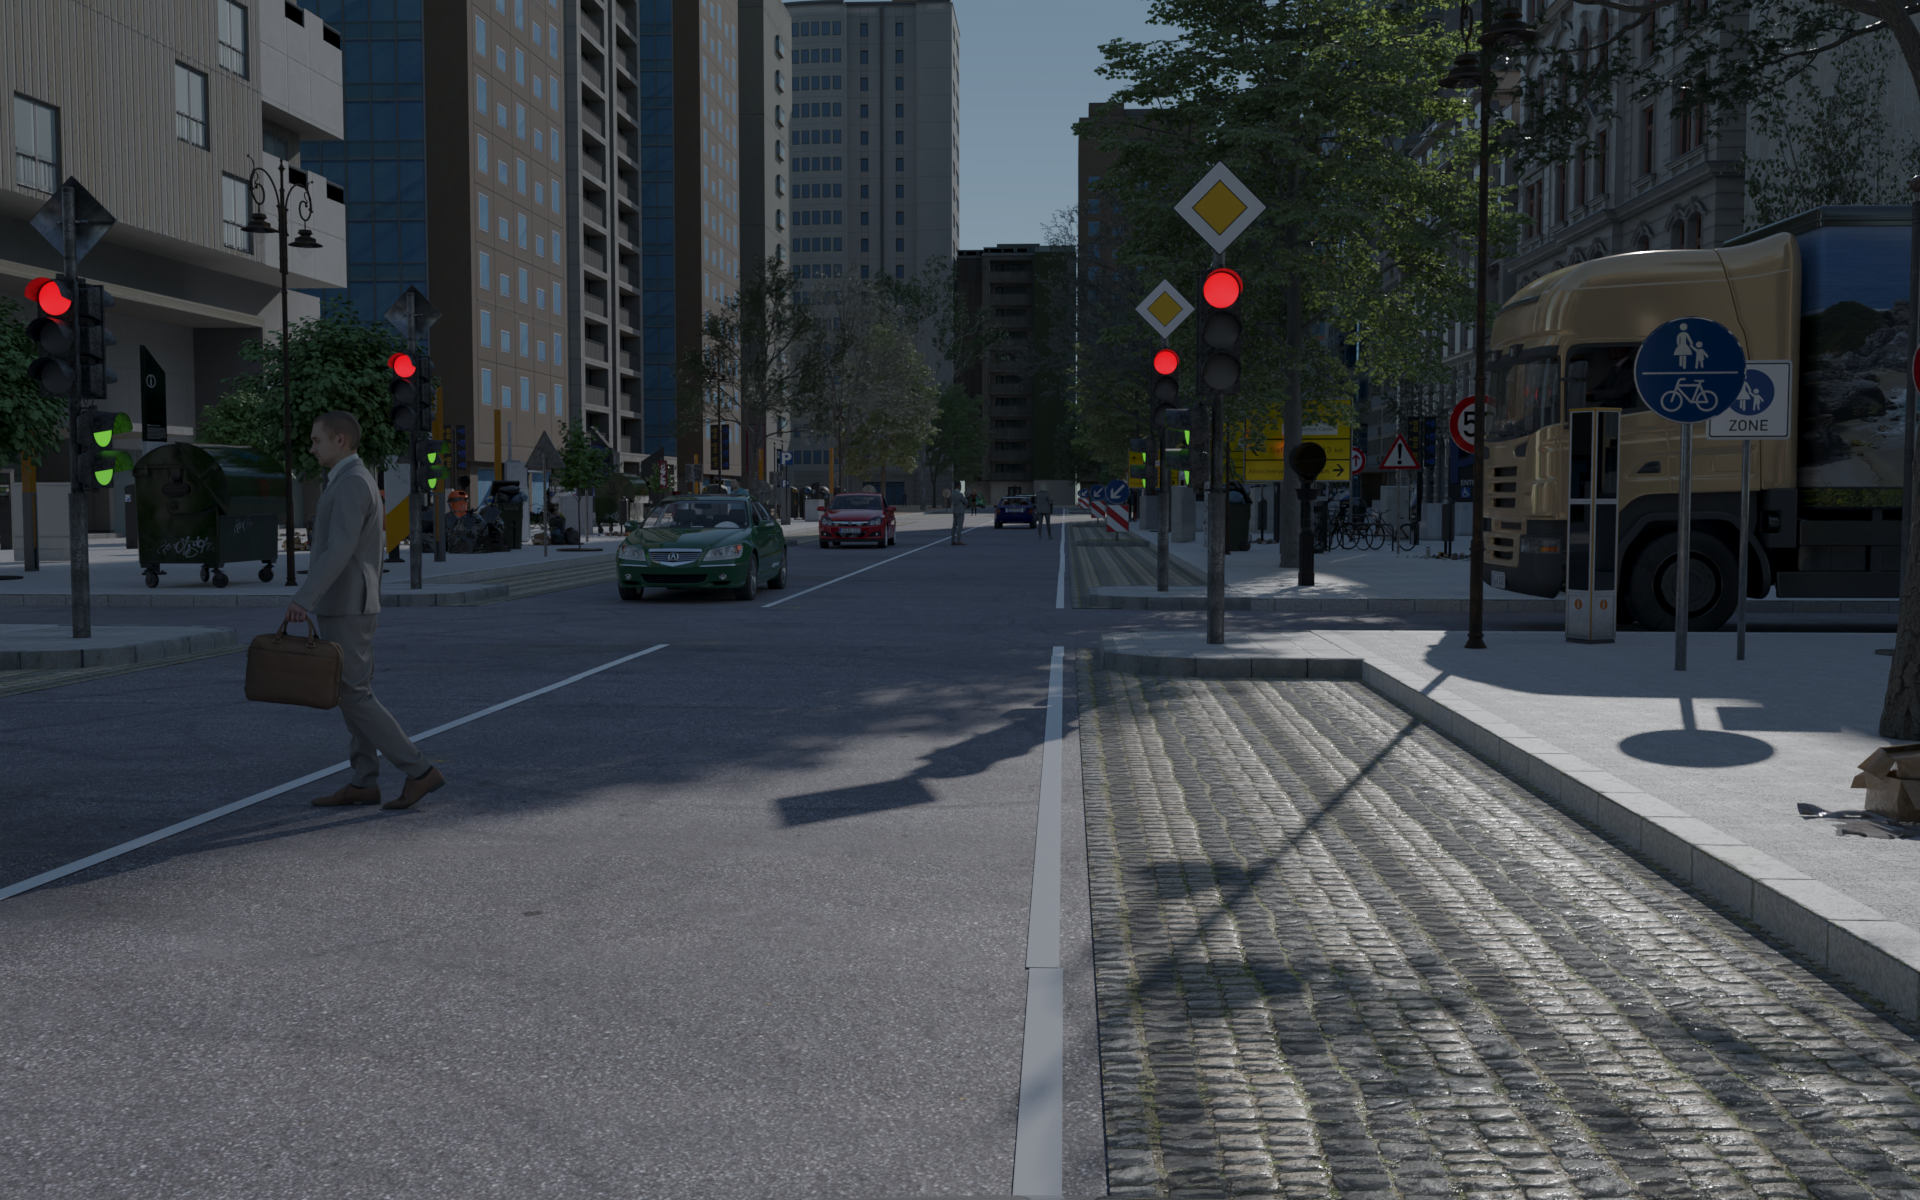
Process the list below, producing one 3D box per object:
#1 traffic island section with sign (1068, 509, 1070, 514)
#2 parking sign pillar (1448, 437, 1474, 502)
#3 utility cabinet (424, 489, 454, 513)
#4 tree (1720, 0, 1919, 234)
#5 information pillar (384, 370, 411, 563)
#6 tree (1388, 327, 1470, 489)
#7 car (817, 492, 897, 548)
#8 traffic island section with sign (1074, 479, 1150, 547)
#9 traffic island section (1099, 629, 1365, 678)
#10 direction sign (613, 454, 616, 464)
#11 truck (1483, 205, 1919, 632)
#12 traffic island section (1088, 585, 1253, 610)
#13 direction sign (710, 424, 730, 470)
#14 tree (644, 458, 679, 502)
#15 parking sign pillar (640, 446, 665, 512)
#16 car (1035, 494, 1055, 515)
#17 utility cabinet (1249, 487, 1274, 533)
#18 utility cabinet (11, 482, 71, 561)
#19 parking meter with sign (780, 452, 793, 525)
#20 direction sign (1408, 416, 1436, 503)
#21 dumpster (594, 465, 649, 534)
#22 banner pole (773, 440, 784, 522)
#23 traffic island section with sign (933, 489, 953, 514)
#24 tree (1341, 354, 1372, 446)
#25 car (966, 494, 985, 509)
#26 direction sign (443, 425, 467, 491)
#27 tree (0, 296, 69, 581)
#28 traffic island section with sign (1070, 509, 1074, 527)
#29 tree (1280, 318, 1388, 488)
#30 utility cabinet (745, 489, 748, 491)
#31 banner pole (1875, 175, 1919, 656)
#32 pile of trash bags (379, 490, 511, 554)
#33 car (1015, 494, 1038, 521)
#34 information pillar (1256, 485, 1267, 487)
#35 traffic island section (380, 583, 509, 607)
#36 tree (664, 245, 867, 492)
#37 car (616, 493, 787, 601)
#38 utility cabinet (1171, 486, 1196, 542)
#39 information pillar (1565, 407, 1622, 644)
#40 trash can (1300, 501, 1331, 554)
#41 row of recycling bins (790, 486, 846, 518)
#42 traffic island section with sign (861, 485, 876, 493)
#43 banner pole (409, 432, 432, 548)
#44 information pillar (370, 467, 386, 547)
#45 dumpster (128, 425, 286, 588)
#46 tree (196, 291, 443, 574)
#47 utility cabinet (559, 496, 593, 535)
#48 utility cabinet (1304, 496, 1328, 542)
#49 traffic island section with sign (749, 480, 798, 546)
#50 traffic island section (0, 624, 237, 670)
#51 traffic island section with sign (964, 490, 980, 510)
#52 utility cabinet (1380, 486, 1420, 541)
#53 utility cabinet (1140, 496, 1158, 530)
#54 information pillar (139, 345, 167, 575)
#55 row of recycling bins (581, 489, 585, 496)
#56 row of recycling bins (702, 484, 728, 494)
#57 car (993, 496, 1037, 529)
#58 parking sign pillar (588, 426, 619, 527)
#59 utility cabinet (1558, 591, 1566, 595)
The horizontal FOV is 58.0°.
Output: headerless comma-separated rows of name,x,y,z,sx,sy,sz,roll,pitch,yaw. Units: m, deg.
traffic island section with sign,8.833,-7.081,124.402,1.989,1.847,2.006,0,4,3
parking sign pillar,17.227,-4.291,58.634,1.447,3.967,1.447,3,5,45
utility cabinet,-21.814,-3.910,72.615,1.173,1.500,0.318,0,4,2
tree,12.809,-4.554,24.826,4.360,8.622,3.978,0,3,0
information pillar,-10.538,-2.510,32.399,0.504,3.616,0.183,-3,4,-38
tree,19.945,-7.666,75.695,4.360,8.622,3.978,0,3,0
car,-2.759,-2.326,47.065,2.155,1.783,4.494,0,4,3
traffic island section with sign,4.216,-2.397,47.816,1.989,1.847,2.006,0,4,3
traffic island section,2.213,0.454,14.862,2.009,0.180,2.903,0,4,3
direction sign,-19.682,-6.497,98.217,0.379,3.537,0.876,1,4,14
truck,10.628,-1.778,17.980,11.283,4.237,2.839,0,4,2
traffic island section,2.695,-0.034,22.832,2.009,0.180,2.903,0,4,3
direction sign,-7.807,-3.937,56.371,0.876,3.537,0.379,3,5,40
tree,-15.843,-5.939,91.711,1.663,3.219,1.824,0,3,0
parking sign pillar,-17.282,-6.653,97.241,1.447,3.967,1.447,-1,4,-22
car,5.672,-6.859,121.934,2.009,1.686,4.222,0,4,3
utility cabinet,10.064,-2.949,56.887,1.173,1.500,0.318,-2,4,-28
utility cabinet,-17.222,-1.471,32.737,1.173,1.500,0.318,0,4,-5
parking meter with sign,-7.261,-4.645,72.206,0.543,3.016,1.738,0,4,-8
direction sign,13.466,-3.583,50.584,0.876,3.537,0.379,-1,4,-14
dumpster,-11.200,-3.335,57.026,1.502,2.255,1.985,0,4,3
banner pole,-8.842,-5.741,83.876,0.401,3.779,0.863,2,4,27
traffic island section with sign,-0.911,-7.118,124.999,1.989,1.847,2.006,0,4,3
tree,18.829,-8.444,88.414,4.737,8.622,4.395,0,3,0
car,1.513,-9.782,168.734,1.959,1.807,4.718,0,4,3
direction sign,-16.558,-3.962,56.776,0.876,3.537,0.379,1,4,17
tree,-14.903,-2.582,25.936,4.285,4.588,4.351,0,3,0
traffic island section with sign,5.848,-4.051,74.864,1.989,1.847,2.006,0,4,3
tree,14.759,-7.397,71.297,4.360,8.622,3.978,0,3,0
utility cabinet,-9.440,-4.163,76.736,0.318,1.500,1.173,1,4,23
banner pole,7.703,-1.440,13.567,0.863,3.779,0.401,3,5,43
pile of trash bags,-11.659,-1.755,38.440,3.447,1.369,1.912,2,4,24
car,3.599,-5.129,93.638,2.009,1.686,4.222,0,4,5
information pillar,11.827,-3.882,67.958,0.304,2.012,0.304,-1,4,-22
traffic island section,-7.378,-0.071,23.444,2.009,0.180,2.903,0,4,3
tree,-7.667,-7.984,64.958,7.601,10.594,8.767,2,4,25
car,-3.613,-0.798,24.840,2.131,1.459,4.920,0,4,3
utility cabinet,5.978,-2.295,46.205,0.318,1.500,1.173,2,4,26
information pillar,5.446,-0.637,14.908,0.304,2.012,0.304,-2,4,-25
trash can,7.642,-1.577,37.445,0.748,1.137,0.748,0,3,0
row of recycling bins,-7.945,-5.332,94.287,3.534,1.692,1.069,-1,4,-19
traffic island section with sign,-3.933,-4.059,74.985,1.989,1.847,2.006,0,4,3
banner pole,-12.607,-3.105,40.780,0.863,3.779,0.401,1,4,20
information pillar,-14.000,-2.267,41.549,0.304,2.012,0.304,2,4,23
dumpster,-10.529,-1.335,24.323,1.502,2.255,1.985,0,4,3
tree,-10.143,-2.715,28.111,4.285,4.588,4.351,0,3,0
utility cabinet,-12.096,-2.653,54.541,1.020,1.237,0.306,-2,4,-30
utility cabinet,9.700,-2.203,47.175,0.306,1.237,1.020,-1,4,-10
traffic island section with sign,-5.562,-2.407,47.987,1.989,1.847,2.006,0,4,3
traffic island section,-7.860,0.416,15.473,2.009,0.180,2.903,0,4,3
traffic island section with sign,0.729,-8.775,152.096,1.989,1.847,2.006,0,4,3
utility cabinet,12.057,-2.369,47.416,1.173,1.500,0.318,-2,4,-29
utility cabinet,6.800,-3.136,62.443,0.306,1.237,1.020,2,4,29
information pillar,-12.756,-2.207,27.437,0.183,3.616,0.504,1,4,15
row of recycling bins,-16.222,-4.447,79.828,1.069,1.692,3.534,1,4,22
row of recycling bins,-10.176,-3.979,72.174,1.069,1.692,3.534,-1,4,-12
car,2.350,-3.677,72.704,1.945,1.354,3.894,0,4,4
parking sign pillar,-14.282,-4.900,68.583,1.447,3.967,1.447,3,5,43
utility cabinet,7.920,-0.655,21.879,0.306,1.237,1.020,-2,4,-32
